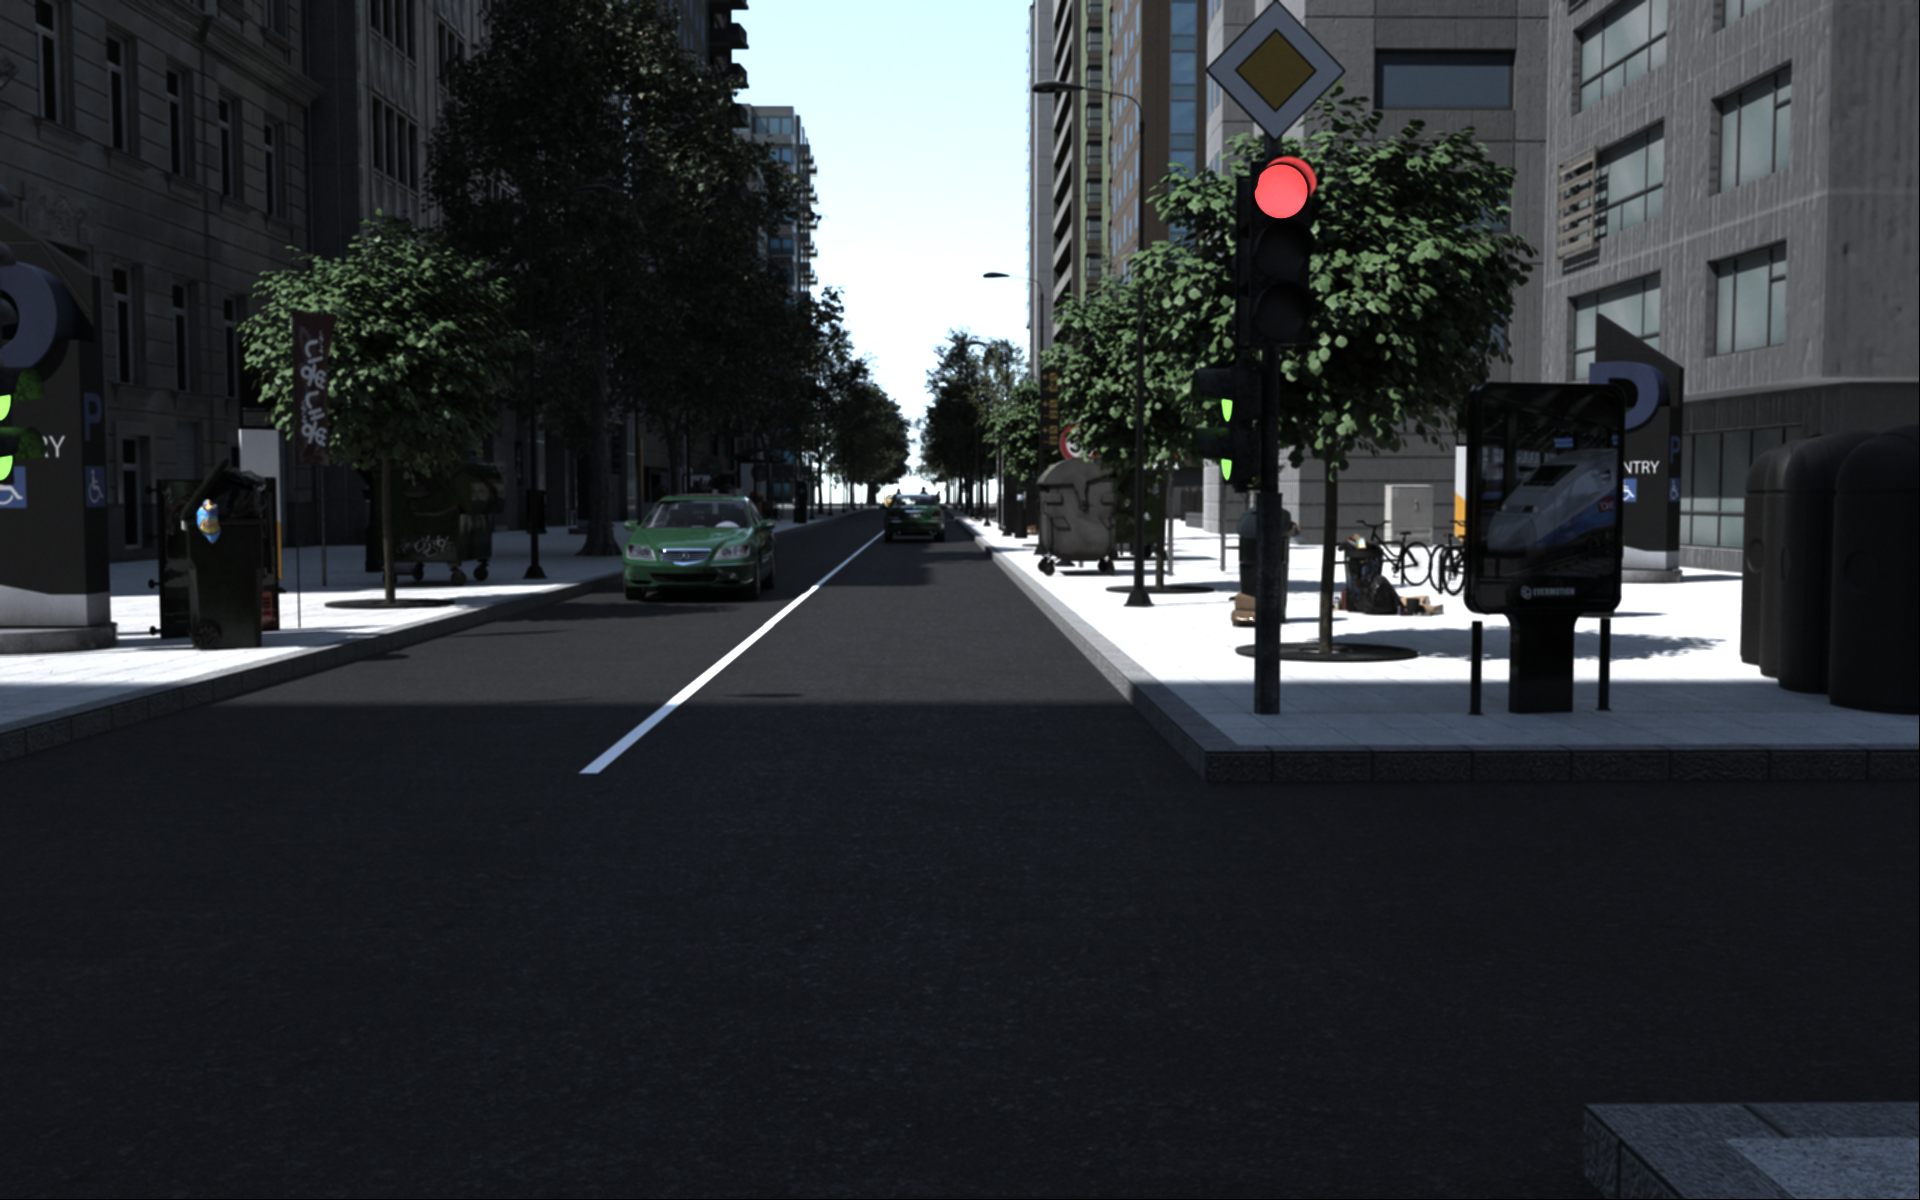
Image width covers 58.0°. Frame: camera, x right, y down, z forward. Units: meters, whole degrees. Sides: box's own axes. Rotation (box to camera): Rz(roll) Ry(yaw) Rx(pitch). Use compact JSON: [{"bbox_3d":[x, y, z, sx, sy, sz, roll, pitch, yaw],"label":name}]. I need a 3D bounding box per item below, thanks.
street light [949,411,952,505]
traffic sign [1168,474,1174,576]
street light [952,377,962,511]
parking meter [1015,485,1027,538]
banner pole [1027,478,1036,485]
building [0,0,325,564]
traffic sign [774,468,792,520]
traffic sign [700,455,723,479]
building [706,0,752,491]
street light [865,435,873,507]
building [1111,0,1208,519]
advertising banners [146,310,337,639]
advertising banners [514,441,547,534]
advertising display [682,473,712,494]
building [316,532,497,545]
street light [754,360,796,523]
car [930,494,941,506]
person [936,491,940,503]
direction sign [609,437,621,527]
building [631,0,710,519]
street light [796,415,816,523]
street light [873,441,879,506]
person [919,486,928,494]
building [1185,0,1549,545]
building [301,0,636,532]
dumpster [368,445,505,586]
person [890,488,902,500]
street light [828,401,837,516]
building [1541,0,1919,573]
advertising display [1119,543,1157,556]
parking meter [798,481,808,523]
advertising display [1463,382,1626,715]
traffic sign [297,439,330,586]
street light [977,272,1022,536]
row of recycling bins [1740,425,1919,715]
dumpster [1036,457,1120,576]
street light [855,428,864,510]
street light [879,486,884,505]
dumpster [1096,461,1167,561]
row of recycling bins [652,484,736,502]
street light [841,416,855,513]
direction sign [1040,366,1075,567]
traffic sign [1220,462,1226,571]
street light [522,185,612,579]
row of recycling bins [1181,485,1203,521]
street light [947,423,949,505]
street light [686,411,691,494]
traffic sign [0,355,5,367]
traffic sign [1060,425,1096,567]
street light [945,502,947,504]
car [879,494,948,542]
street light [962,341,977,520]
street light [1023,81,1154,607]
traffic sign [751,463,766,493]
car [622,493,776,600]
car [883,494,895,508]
[{"bbox_3d":[0.305,-6.886,85.121,1.470,5.913,1.316,0,4,-1],"label":"street light"},{"bbox_3d":[3.298,-1.650,27.083,0.768,2.556,0.104,0,4,7],"label":"traffic sign"},{"bbox_3d":[0.542,-5.892,68.879,1.470,5.913,1.316,0,4,-1],"label":"street light"},{"bbox_3d":[1.774,-2.566,50.363,0.372,1.533,0.369,0,3,0],"label":"parking meter"},{"bbox_3d":[2.602,-4.038,56.033,0.863,3.779,0.401,-1,4,-13],"label":"banner pole"},{"bbox_3d":[-21.308,-14.218,29.731,12.463,27.353,25.104,0,4,-1],"label":"building"},{"bbox_3d":[-8.737,-5.226,85.443,0.884,2.594,0.081,0,4,6],"label":"traffic sign"},{"bbox_3d":[-8.206,-3.485,57.082,0.768,2.556,0.104,0,4,4],"label":"traffic sign"},{"bbox_3d":[-27.297,-28.937,127.752,22.147,44.769,28.867,0,4,-1],"label":"building"},{"bbox_3d":[-7.790,-10.024,136.434,1.470,5.913,1.316,0,4,-1],"label":"street light"},{"bbox_3d":[16.067,-27.275,96.054,14.600,45.320,14.200,0,4,-1],"label":"building"},{"bbox_3d":[-6.583,-1.215,16.051,0.090,3.025,2.074,2,4,30],"label":"advertising banners"},{"bbox_3d":[-13.959,-3.673,56.239,0.090,3.025,2.074,-3,5,-41],"label":"advertising banners"},{"bbox_3d":[-8.220,-2.996,54.206,0.974,1.923,0.123,-2,4,-31],"label":"advertising display"},{"bbox_3d":[-20.993,-14.329,52.294,12.078,24.808,19.932,0,4,-1],"label":"building"},{"bbox_3d":[-6.541,-5.339,59.838,1.470,5.913,1.316,0,4,-1],"label":"street light"},{"bbox_3d":[-2.362,-6.846,123.929,2.014,1.417,4.499,0,4,0],"label":"car"},{"bbox_3d":[-1.693,-7.801,136.984,0.436,1.711,0.756,3,5,39],"label":"person"},{"bbox_3d":[-13.813,-4.666,68.285,0.876,3.537,0.379,0,4,-8],"label":"direction sign"},{"bbox_3d":[-23.247,-27.866,105.723,14.600,45.320,14.200,0,4,-1],"label":"building"},{"bbox_3d":[-6.788,-6.416,77.448,1.470,5.913,1.316,0,4,-1],"label":"street light"},{"bbox_3d":[-8.152,-11.026,152.809,1.470,5.913,1.316,0,4,-1],"label":"street light"},{"bbox_3d":[-1.890,-4.997,90.144,1.348,1.831,0.705,0,4,-4],"label":"person"},{"bbox_3d":[18.717,-31.421,55.728,21.231,58.520,28.212,0,4,-1],"label":"building"},{"bbox_3d":[-21.364,-15.545,72.185,12.078,24.808,19.932,0,4,-1],"label":"building"},{"bbox_3d":[-7.477,-1.361,24.745,1.502,2.255,1.985,0,4,-1],"label":"dumpster"},{"bbox_3d":[-4.578,-7.419,129.427,1.348,1.869,0.705,0,4,6],"label":"person"},{"bbox_3d":[-6.883,-6.982,86.693,1.470,5.913,1.316,0,4,-1],"label":"street light"},{"bbox_3d":[18.652,-21.003,26.996,14.086,41.232,14.154,0,4,-1],"label":"building"},{"bbox_3d":[3.741,-1.893,36.161,0.974,1.923,0.123,-2,4,-25],"label":"advertising display"},{"bbox_3d":[-6.869,-4.278,75.648,0.399,1.863,0.255,0,4,1],"label":"parking meter"},{"bbox_3d":[3.417,-0.301,10.135,0.974,1.923,0.123,-1,4,-14],"label":"advertising display"},{"bbox_3d":[-8.854,-1.400,24.068,0.795,2.450,0.064,0,4,7],"label":"traffic sign"},{"bbox_3d":[1.174,-3.906,36.397,1.470,5.913,1.316,0,4,-1],"label":"street light"},{"bbox_3d":[5.995,-0.279,11.681,1.069,1.692,3.534,1,4,14],"label":"row of recycling bins"},{"bbox_3d":[1.894,-1.349,27.809,1.264,1.857,1.865,0,4,-1],"label":"dumpster"},{"bbox_3d":[-7.537,-9.031,120.192,1.470,5.913,1.316,0,4,-1],"label":"street light"},{"bbox_3d":[-8.369,-12.072,169.914,1.470,5.913,1.316,0,4,-1],"label":"street light"},{"bbox_3d":[3.334,-1.924,33.955,1.502,2.255,1.985,0,4,-1],"label":"dumpster"},{"bbox_3d":[-11.071,-3.991,72.362,3.534,1.692,1.069,-1,4,-11],"label":"row of recycling bins"},{"bbox_3d":[-7.214,-8.012,103.542,1.470,5.913,1.316,0,4,-1],"label":"street light"},{"bbox_3d":[1.862,-2.369,30.724,0.876,3.537,0.379,0,4,-3],"label":"direction sign"},{"bbox_3d":[4.377,-1.753,28.760,0.768,2.556,0.104,0,4,3],"label":"traffic sign"},{"bbox_3d":[-5.918,-3.279,26.145,1.470,5.913,1.316,0,4,-1],"label":"street light"},{"bbox_3d":[11.419,-4.541,81.358,1.069,1.692,3.534,-1,4,-21],"label":"row of recycling bins"},{"bbox_3d":[0.146,-7.553,96.035,1.470,5.913,1.316,0,4,-1],"label":"street light"},{"bbox_3d":[-6.306,-4.346,43.596,1.470,5.913,1.316,0,4,-1],"label":"street light"},{"bbox_3d":[-7.764,-0.816,13.444,0.768,2.556,0.104,0,4,3],"label":"traffic sign"},{"bbox_3d":[2.119,-1.842,30.224,0.768,2.556,0.104,0,4,5],"label":"traffic sign"},{"bbox_3d":[-0.120,-8.547,112.276,1.470,5.913,1.316,0,4,-1],"label":"street light"},{"bbox_3d":[-1.419,-2.534,53.231,2.131,1.459,4.920,0,4,-2],"label":"car"},{"bbox_3d":[0.895,-4.899,52.639,1.470,5.913,1.316,0,4,-1],"label":"street light"},{"bbox_3d":[1.507,-2.881,19.646,1.470,5.913,1.316,0,4,-1],"label":"street light"},{"bbox_3d":[-8.304,-4.389,71.860,0.768,2.556,0.104,1,4,9],"label":"traffic sign"},{"bbox_3d":[-3.687,-0.808,25.010,2.131,1.459,4.920,0,4,-2],"label":"car"},{"bbox_3d":[-6.542,-9.850,171.278,2.015,1.641,3.980,0,4,0],"label":"car"}]
